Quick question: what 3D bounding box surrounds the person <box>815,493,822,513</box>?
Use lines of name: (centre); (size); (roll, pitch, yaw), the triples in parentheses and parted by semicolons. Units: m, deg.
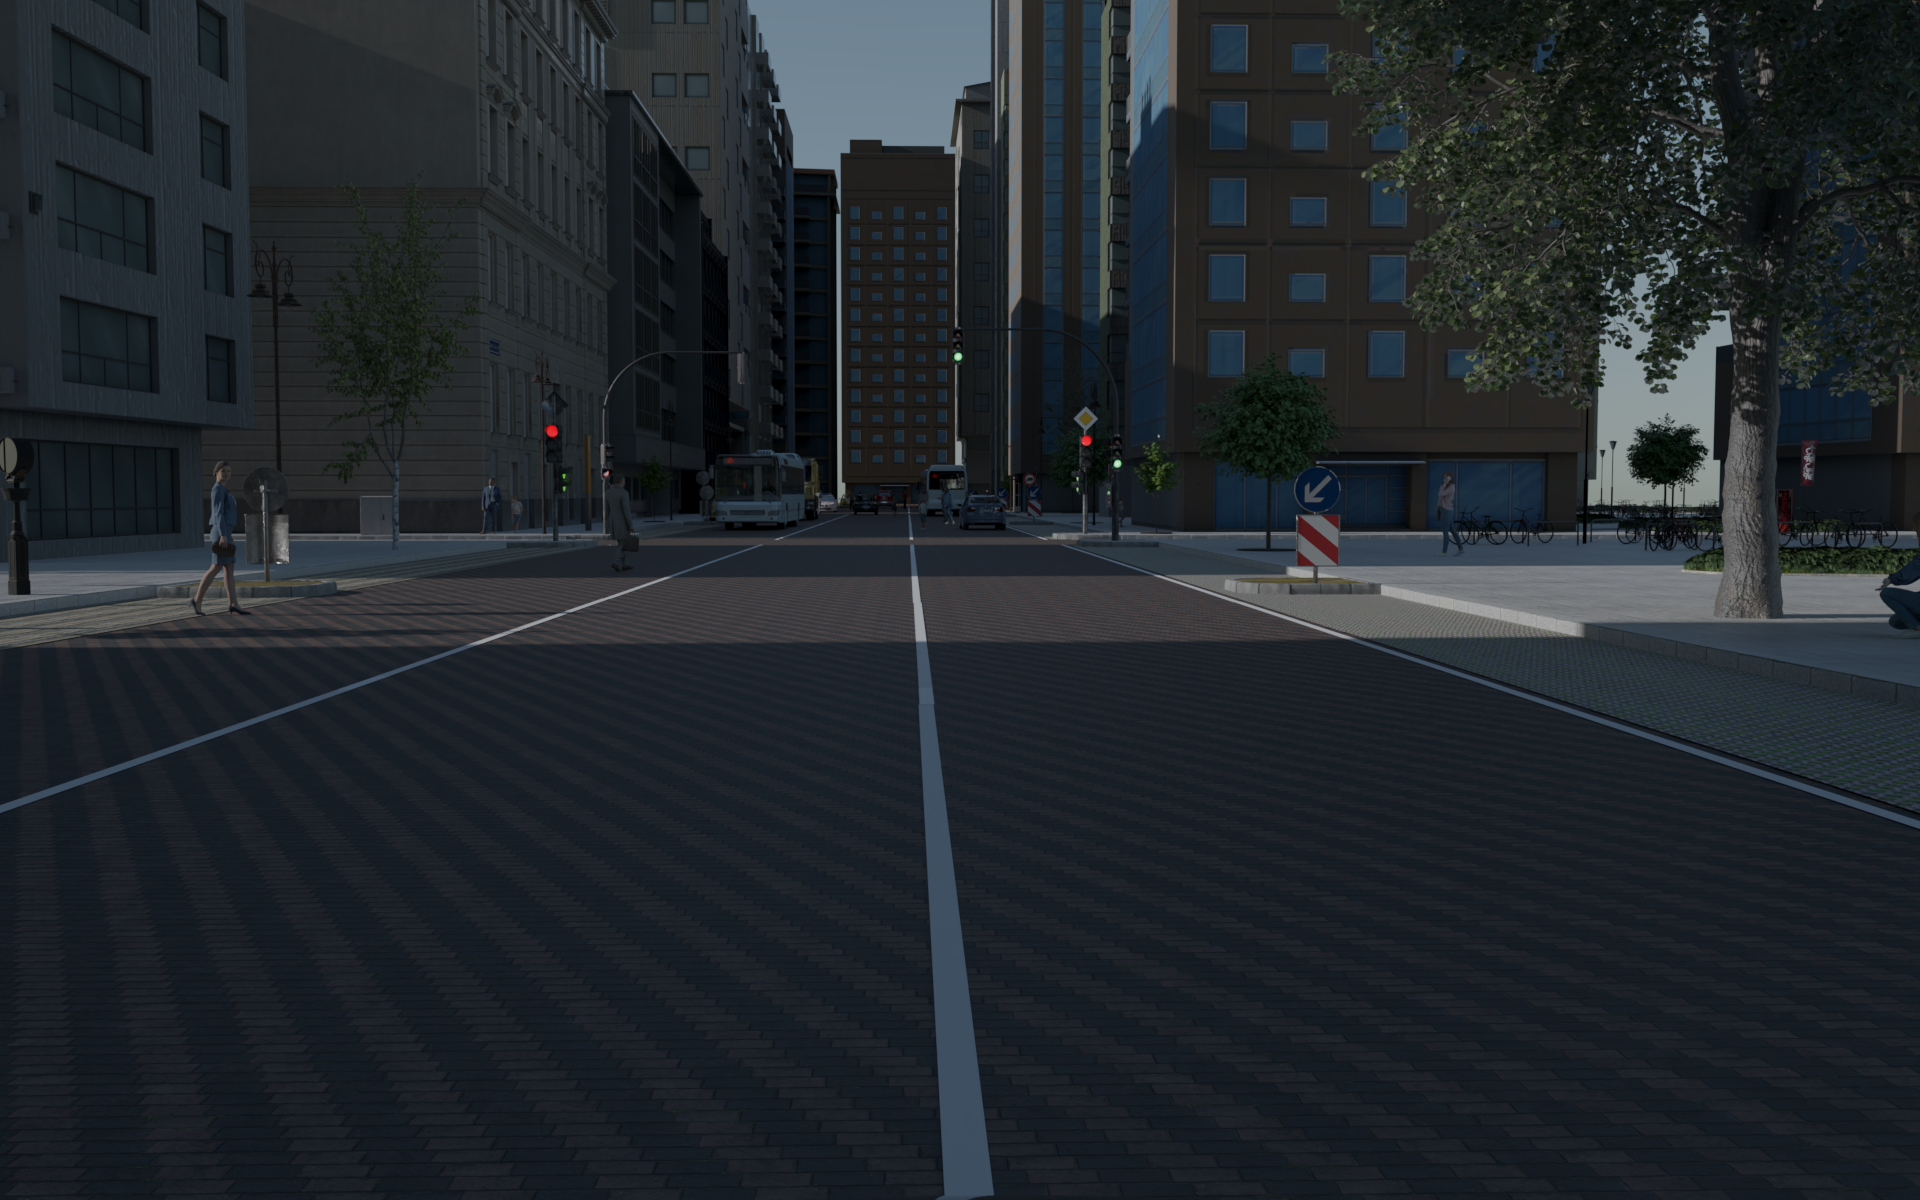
person: (-10.539, -7.375, 129.255); (0.511, 1.800, 0.466); (0, 4, 8)

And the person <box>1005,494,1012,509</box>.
person: (4.289, -8.789, 152.963); (0.599, 1.433, 0.991); (-3, 4, -37)

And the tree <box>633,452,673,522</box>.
tree: (-13.868, -5.172, 79.165); (1.663, 3.219, 1.824); (0, 3, 0)

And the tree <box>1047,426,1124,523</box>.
tree: (5.510, -5.654, 76.156); (4.285, 4.588, 4.351); (0, 3, 0)

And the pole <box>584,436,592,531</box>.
pole: (-12.980, -4.071, 60.412); (0.158, 3.312, 0.155); (0, 3, 0)

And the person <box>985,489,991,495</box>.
person: (2.608, -9.460, 161.632); (0.541, 1.710, 0.530); (-1, 4, -11)

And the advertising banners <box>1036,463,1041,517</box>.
advertising banners: (4.389, -6.164, 96.965); (0.090, 3.025, 2.074); (1, 4, 10)

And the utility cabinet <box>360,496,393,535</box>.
utility cabinet: (-18.176, -2.627, 54.106); (1.020, 1.237, 0.306); (0, 4, -5)

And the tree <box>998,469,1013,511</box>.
tree: (3.666, -8.599, 135.189); (1.663, 3.219, 1.824); (0, 3, 0)

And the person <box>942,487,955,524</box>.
person: (-0.528, -4.511, 82.515); (0.793, 1.790, 0.793); (1, 4, 15)

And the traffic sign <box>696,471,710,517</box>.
traffic sign: (-14.188, -5.840, 95.583); (0.768, 2.556, 0.104); (0, 4, 0)

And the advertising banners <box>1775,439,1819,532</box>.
advertising banners: (26.473, -3.636, 55.637); (2.074, 3.025, 0.090); (0, 4, 4)

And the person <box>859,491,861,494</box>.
person: (-11.159, -11.340, 193.929); (0.705, 1.822, 1.348); (3, 5, 44)

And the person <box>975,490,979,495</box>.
person: (1.805, -12.012, 203.265); (1.217, 1.723, 0.721); (-1, 4, -23)

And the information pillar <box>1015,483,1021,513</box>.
information pillar: (3.843, -6.774, 115.254); (0.304, 2.012, 0.304); (2, 4, 25)

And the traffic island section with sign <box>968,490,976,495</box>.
traffic island section with sign: (0.955, -9.119, 157.723); (1.989, 1.847, 2.006); (0, 4, -2)

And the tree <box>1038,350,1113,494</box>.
tree: (6.186, -8.387, 87.487); (4.360, 8.622, 3.978); (0, 3, 0)

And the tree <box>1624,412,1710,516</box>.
tree: (28.327, -5.251, 69.561); (4.285, 4.588, 4.351); (0, 3, 0)

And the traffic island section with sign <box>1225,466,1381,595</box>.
traffic island section with sign: (4.966, -1.030, 25.467); (1.989, 1.847, 2.006); (0, 4, -2)

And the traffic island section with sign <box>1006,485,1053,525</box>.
traffic island section with sign: (3.288, -4.402, 80.601); (1.989, 1.847, 2.006); (0, 4, -2)

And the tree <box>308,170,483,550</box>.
tree: (-13.073, -5.477, 39.911); (4.737, 8.622, 4.395); (0, 3, 0)

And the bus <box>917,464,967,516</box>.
bus: (-1.215, -7.398, 115.813); (2.948, 3.499, 13.247); (0, 4, -3)

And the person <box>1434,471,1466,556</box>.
person: (10.093, -1.773, 35.630); (0.643, 1.750, 0.593); (1, 4, 13)

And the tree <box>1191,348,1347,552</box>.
tree: (7.066, -3.389, 39.129); (4.285, 4.588, 4.351); (0, 3, 0)

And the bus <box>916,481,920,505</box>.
bus: (-3.276, -12.085, 192.448); (2.948, 3.499, 13.247); (0, 4, -3)

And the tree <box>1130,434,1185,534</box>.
tree: (6.344, -3.735, 55.674); (1.663, 3.219, 1.824); (0, 3, 0)

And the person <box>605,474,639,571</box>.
person: (-6.289, -1.447, 32.258); (0.694, 1.812, 0.767); (3, 4, 36)

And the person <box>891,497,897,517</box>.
person: (-4.127, -5.820, 108.323); (0.373, 1.253, 0.362); (3, 5, 43)

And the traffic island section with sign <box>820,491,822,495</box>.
traffic island section with sign: (-14.873, -10.726, 184.003); (1.989, 1.847, 2.006); (0, 4, -2)

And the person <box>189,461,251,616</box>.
person: (-8.759, -0.731, 20.472); (0.654, 1.822, 0.581); (0, 4, -3)

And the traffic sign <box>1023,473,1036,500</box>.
traffic sign: (4.217, -6.421, 105.097); (0.768, 2.556, 0.104); (0, 4, 3)

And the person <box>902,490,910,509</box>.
person: (-5.131, -9.390, 161.962); (0.705, 1.831, 1.348); (2, 4, 30)

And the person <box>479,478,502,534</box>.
person: (-15.082, -3.023, 55.645); (0.721, 1.800, 0.419); (-1, 4, -10)

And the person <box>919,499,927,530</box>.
person: (-1.473, -3.401, 68.790); (0.332, 1.250, 0.352); (1, 4, 22)

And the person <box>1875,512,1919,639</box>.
person: (8.426, -0.234, 15.370); (0.738, 1.151, 1.012); (3, 5, 43)

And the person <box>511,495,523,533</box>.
person: (-14.446, -2.798, 56.468); (0.332, 1.250, 0.352); (2, 4, 33)

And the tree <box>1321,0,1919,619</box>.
tree: (8.371, -6.792, 17.697); (9.857, 13.997, 8.962); (0, 3, 0)

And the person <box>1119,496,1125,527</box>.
person: (6.200, -3.420, 66.972); (0.382, 1.210, 0.505); (1, 4, 11)

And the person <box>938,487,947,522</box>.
person: (-0.874, -4.992, 90.476); (0.532, 1.782, 0.716); (1, 4, 18)

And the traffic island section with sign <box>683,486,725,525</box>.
traffic island section with sign: (-11.717, -4.382, 80.275); (1.989, 1.847, 2.006); (0, 4, -2)

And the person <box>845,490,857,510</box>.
person: (-9.549, -8.847, 153.157); (1.348, 1.823, 0.705); (-1, 4, -14)

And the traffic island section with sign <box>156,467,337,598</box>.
traffic island section with sign: (-10.032, -0.979, 24.642); (1.989, 1.847, 2.006); (0, 4, -2)

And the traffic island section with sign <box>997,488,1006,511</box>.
traffic island section with sign: (2.468, -6.070, 107.870); (1.989, 1.847, 2.006); (0, 4, -2)
